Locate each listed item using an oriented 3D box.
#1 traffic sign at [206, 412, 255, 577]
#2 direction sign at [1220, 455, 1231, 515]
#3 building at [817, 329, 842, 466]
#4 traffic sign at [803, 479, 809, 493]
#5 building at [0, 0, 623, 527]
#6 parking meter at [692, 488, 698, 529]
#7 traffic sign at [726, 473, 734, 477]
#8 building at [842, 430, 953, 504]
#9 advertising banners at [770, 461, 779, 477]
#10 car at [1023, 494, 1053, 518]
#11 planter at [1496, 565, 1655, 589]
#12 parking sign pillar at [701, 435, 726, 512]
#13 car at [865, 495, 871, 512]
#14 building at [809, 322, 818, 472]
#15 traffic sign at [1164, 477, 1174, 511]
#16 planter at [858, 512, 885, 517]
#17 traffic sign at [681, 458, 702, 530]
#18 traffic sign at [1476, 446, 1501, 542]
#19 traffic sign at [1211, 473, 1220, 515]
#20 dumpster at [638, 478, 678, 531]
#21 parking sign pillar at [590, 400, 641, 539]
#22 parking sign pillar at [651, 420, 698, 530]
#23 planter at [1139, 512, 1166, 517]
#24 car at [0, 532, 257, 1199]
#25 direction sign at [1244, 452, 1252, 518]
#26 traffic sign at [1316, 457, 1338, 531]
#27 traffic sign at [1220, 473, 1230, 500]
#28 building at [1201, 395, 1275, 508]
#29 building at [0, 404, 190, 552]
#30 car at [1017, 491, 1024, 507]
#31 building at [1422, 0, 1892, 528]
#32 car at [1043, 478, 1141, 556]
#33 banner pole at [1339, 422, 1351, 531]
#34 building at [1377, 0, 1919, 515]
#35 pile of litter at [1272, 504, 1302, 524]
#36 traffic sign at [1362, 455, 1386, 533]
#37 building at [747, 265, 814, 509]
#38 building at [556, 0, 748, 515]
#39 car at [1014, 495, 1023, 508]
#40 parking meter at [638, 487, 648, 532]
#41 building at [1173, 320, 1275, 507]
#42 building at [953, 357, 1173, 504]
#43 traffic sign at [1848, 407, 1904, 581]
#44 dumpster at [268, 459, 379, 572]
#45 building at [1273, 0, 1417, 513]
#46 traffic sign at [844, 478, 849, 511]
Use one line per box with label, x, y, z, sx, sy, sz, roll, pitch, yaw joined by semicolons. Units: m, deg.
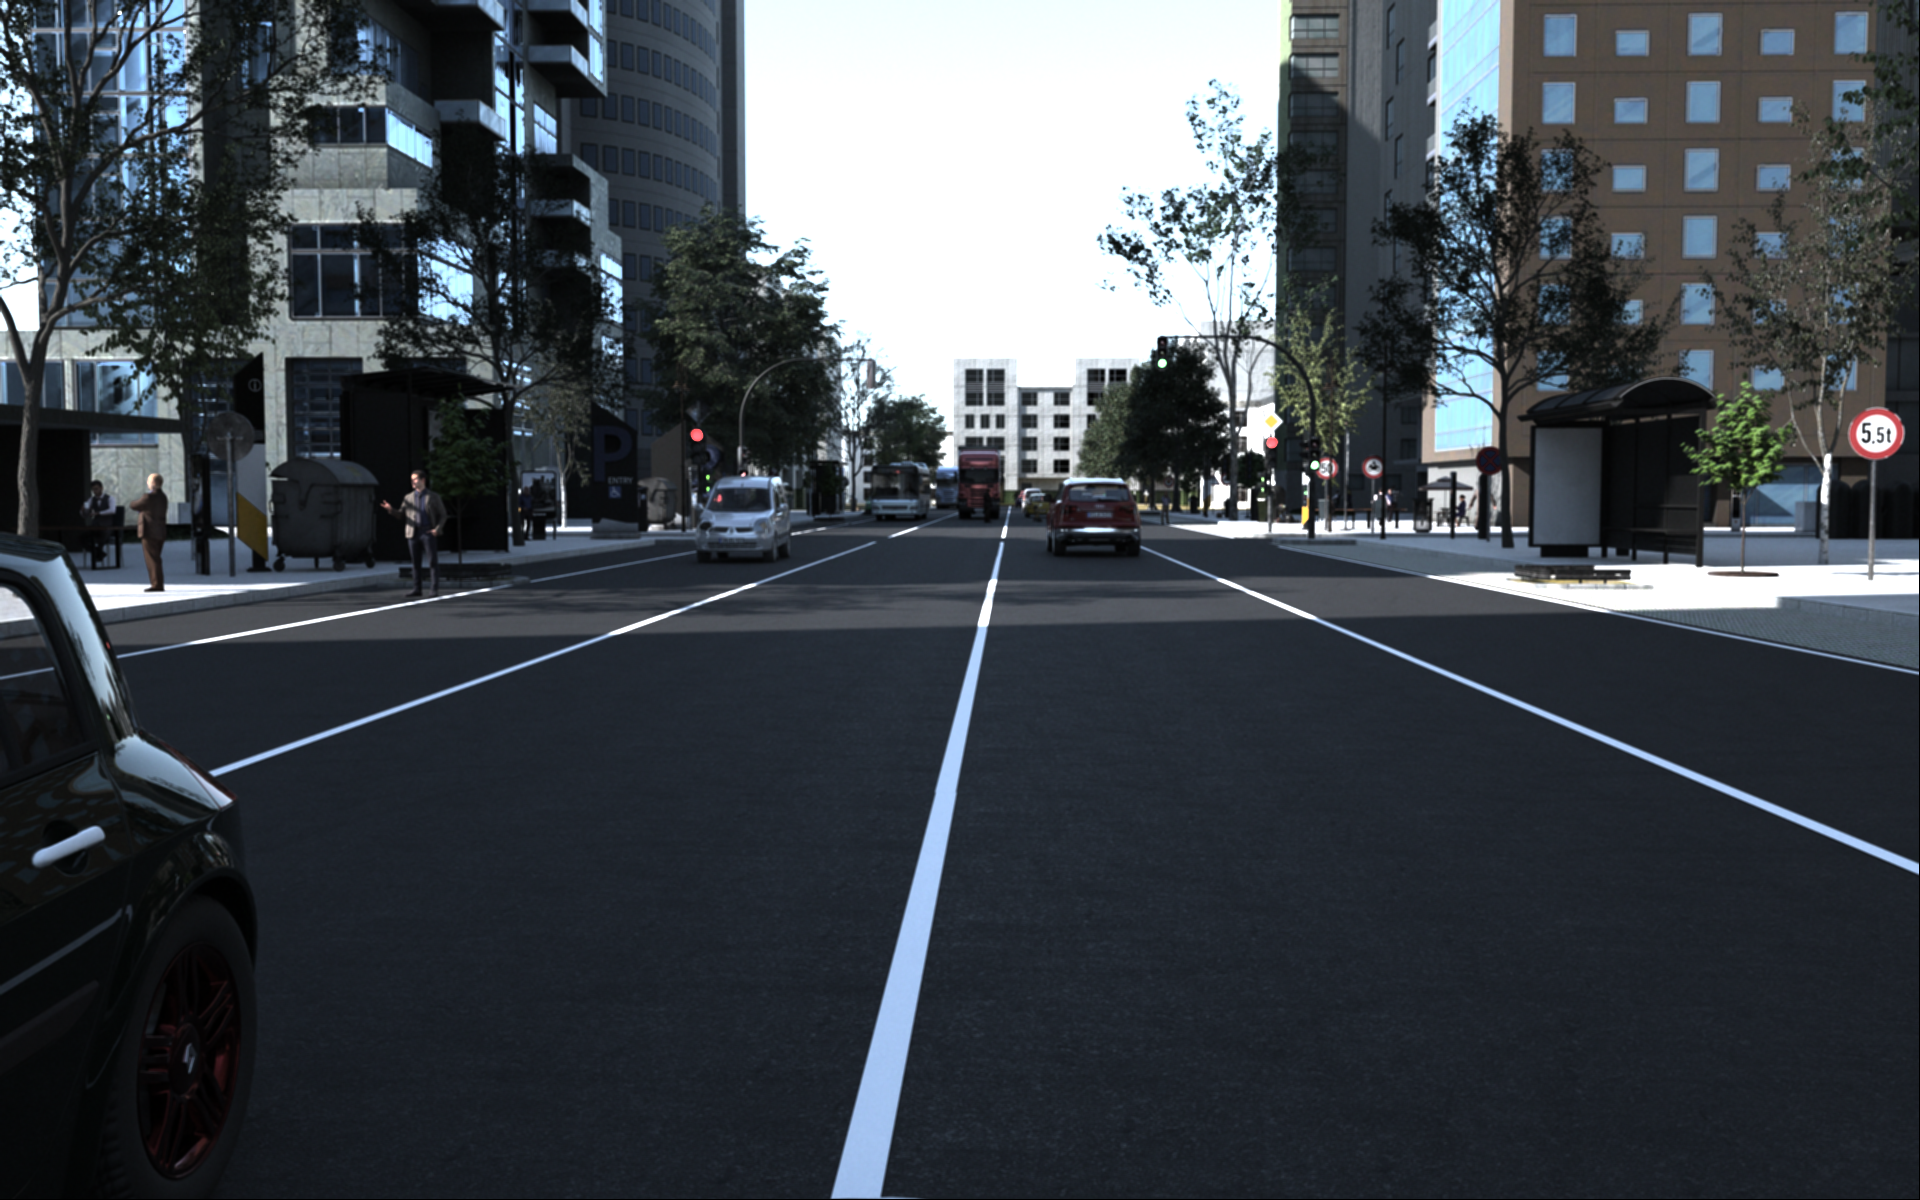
traffic sign;-11.300;-1.634;26.824;0.768;2.556;0.104;0;4;3
direction sign;16.493;-7.126;108.514;0.379;3.537;0.876;-1;4;-14
building;-29.768;-20.039;194.094;31.486;18.905;16.747;0;4;2
traffic sign;-10.025;-6.837;113.920;0.606;2.300;0.079;0;4;5
building;-28.474;-46.899;79.476;22.319;86.520;31.000;0;4;2
parking meter;-9.831;-3.437;64.602;0.372;1.533;0.369;0;3;0
traffic sign;-10.985;-4.983;83.593;0.606;2.300;0.079;0;4;4
building;-14.828;-17.632;230.435;28.070;9.664;9.099;0;4;2
advertising banners;-9.724;-5.386;84.251;2.074;3.025;0.090;1;4;16
car;4.897;-5.920;107.022;2.015;1.641;3.980;0;3;0
planter;9.410;-0.349;26.838;1.991;0.319;1.994;0;4;2
parking sign pillar;-9.775;-4.818;67.252;1.447;3.967;1.447;1;4;11
car;-5.435;-6.640;117.364;1.959;1.807;4.718;0;4;2
building;-22.107;-19.279;171.625;16.016;20.091;11.380;0;4;2
traffic sign;15.562;-7.892;129.146;0.768;2.556;0.104;1;4;9
planter;-5.426;-5.440;110.086;1.991;0.319;1.994;0;4;2
traffic sign;-9.561;-3.758;61.548;0.768;2.556;0.104;0;4;7
traffic sign;14.199;-2.836;46.478;0.768;2.556;0.104;0;4;2
traffic sign;15.480;-6.474;105.861;0.884;2.594;0.081;1;4;10
dumpster;-10.800;-3.406;61.446;1.264;1.857;1.865;0;4;2
parking sign pillar;-9.881;-3.736;49.554;1.447;3.967;1.447;-1;4;-10
parking sign pillar;-10.577;-4.571;63.209;1.447;3.967;1.447;0;4;8
planter;11.929;-5.403;109.482;1.991;0.319;1.994;0;4;2
car;-2.352;0.475;2.026;2.009;1.686;4.222;0;4;0
direction sign;15.417;-6.161;92.724;0.379;3.537;0.876;-1;4;-12
traffic sign;12.653;-3.653;59.825;0.768;2.556;0.104;0;4;7
traffic sign;15.883;-6.299;103.092;0.768;2.556;0.104;1;4;9
building;27.535;-13.039;155.328;9.099;9.664;28.070;0;4;2
building;-32.811;-22.909;29.180;28.867;44.769;22.147;0;4;2
car;7.438;-11.146;190.906;2.281;1.827;5.304;0;4;0
building;28.106;-25.774;71.518;14.200;45.320;14.600;0;4;2
car;3.167;-2.018;41.665;2.281;1.827;5.304;0;4;0
banner pole;13.409;-4.282;60.035;0.401;3.779;0.863;0;4;6
building;38.536;-30.730;91.673;28.713;52.752;27.495;0;4;2
pile of litter;14.270;-3.778;75.741;1.176;0.858;1.719;-2;4;-26
traffic sign;13.629;-3.487;57.115;0.768;2.556;0.104;0;4;3
building;-22.796;-17.335;149.882;16.747;18.905;31.486;0;4;2
building;-26.201;-34.732;109.872;21.231;58.520;28.212;0;4;2
car;6.801;-10.593;185.773;1.945;1.354;3.894;0;4;1
parking meter;-10.777;-3.073;58.660;0.372;1.533;0.369;0;3;0
building;32.935;-19.459;184.617;16.747;18.905;31.486;0;4;2
building;15.034;-22.384;232.430;31.486;18.905;16.747;0;4;2
traffic sign;13.489;-1.558;25.579;0.768;2.556;0.104;1;4;9
dumpster;-10.736;-1.436;29.238;1.264;1.857;1.865;0;4;2
building;29.015;-26.757;121.065;14.154;41.232;14.086;0;4;2
traffic sign;-8.814;-8.044;131.621;0.768;2.556;0.104;0;4;4
